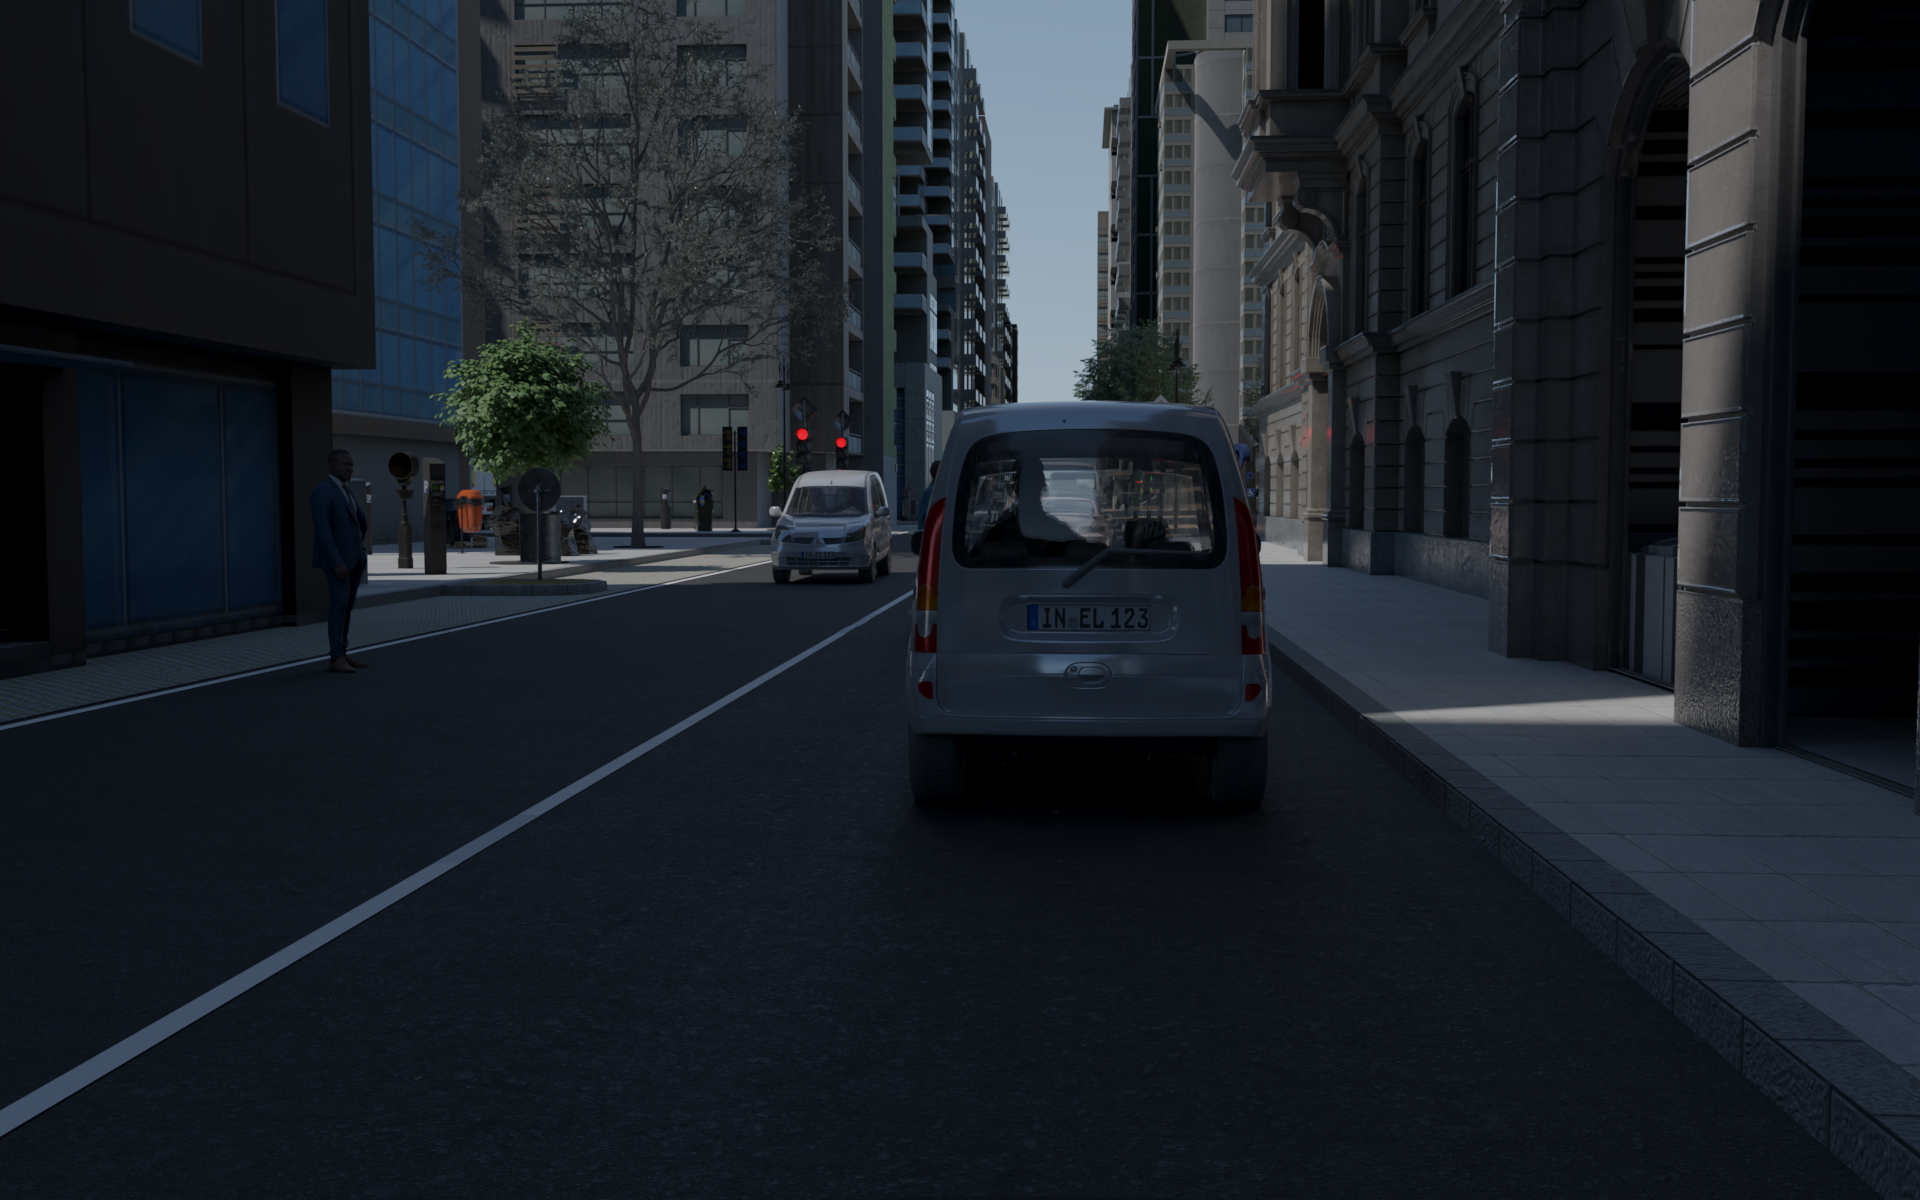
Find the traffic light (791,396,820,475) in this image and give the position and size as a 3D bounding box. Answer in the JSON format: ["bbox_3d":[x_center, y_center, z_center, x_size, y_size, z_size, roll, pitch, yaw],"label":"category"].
[{"bbox_3d":[-4.445,-3.712,49.607,0.839,4.253,0.868,0,4,4],"label":"traffic light"}]

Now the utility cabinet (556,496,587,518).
[{"bbox_3d":[-13.151,-2.902,58.601,1.020,1.237,0.306,1,4,13],"label":"utility cabinet"}]

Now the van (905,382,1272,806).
[{"bbox_3d":[0.678,-0.145,9.377,2.013,2.044,4.112,0,4,4],"label":"van"}]

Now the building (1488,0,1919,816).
[{"bbox_3d":[9.373,-9.775,1.628,13.314,21.916,24.055,0,4,4],"label":"building"}]

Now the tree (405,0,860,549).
[{"bbox_3d":[-7.654,-7.972,40.710,12.009,13.543,11.850,0,3,0],"label":"tree"}]

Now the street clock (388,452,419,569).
[{"bbox_3d":[-9.551,-1.542,29.781,0.471,2.002,0.358,1,4,13],"label":"street clock"}]

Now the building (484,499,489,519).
[{"bbox_3d":[-34.873,-25.365,69.337,28.867,44.769,22.147,0,4,4],"label":"building"}]

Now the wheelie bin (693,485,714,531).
[{"bbox_3d":[-8.820,-3.167,59.690,0.693,1.594,0.980,-1,4,-18],"label":"wheelie bin"}]

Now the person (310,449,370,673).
[{"bbox_3d":[-5.077,-0.335,14.167,0.419,1.800,0.721,0,4,-3],"label":"person"}]

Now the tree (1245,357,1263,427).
[{"bbox_3d":[17.097,-8.385,87.463,4.737,8.622,4.395,0,3,0],"label":"tree"}]

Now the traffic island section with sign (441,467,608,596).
[{"bbox_3d":[-6.220,-1.008,25.105,1.989,1.847,2.006,0,4,4],"label":"traffic island section with sign"}]

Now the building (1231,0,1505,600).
[{"bbox_3d":[12.310,-12.946,30.745,14.460,24.649,34.723,0,4,4],"label":"building"}]

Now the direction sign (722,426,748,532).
[{"bbox_3d":[-7.546,-4.045,58.132,0.876,3.537,0.379,1,4,13],"label":"direction sign"}]

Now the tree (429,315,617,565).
[{"bbox_3d":[-8.055,-2.947,31.902,4.285,4.588,4.351,0,3,0],"label":"tree"}]

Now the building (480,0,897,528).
[{"bbox_3d":[-10.294,-23.604,69.518,14.154,41.232,14.086,0,4,4],"label":"building"}]

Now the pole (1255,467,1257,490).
[{"bbox_3d":[22.228,-8.357,130.487,0.158,3.312,0.155,0,3,0],"label":"pole"}]

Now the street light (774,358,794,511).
[{"bbox_3d":[-5.887,-5.219,58.119,0.468,5.910,1.993,0,4,4],"label":"street light"}]

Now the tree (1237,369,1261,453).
[{"bbox_3d":[18.142,-9.260,101.757,4.360,8.622,3.978,0,3,0],"label":"tree"}]

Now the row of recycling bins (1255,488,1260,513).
[{"bbox_3d":[20.619,-6.721,117.007,3.534,1.692,1.069,2,4,30],"label":"row of recycling bins"}]

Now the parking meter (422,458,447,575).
[{"bbox_3d":[-8.375,-1.340,27.612,0.255,1.863,0.399,-3,4,-37],"label":"parking meter"}]

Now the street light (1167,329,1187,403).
[{"bbox_3d":[6.059,-4.632,48.527,0.468,5.910,1.993,0,4,4],"label":"street light"}]

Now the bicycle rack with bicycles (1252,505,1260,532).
[{"bbox_3d":[9.751,-2.670,57.038,2.925,0.926,2.852,-1,4,-21],"label":"bicycle rack with bicycles"}]

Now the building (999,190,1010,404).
[{"bbox_3d":[-3.865,-39.225,260.932,23.786,49.044,30.456,0,4,4],"label":"building"}]

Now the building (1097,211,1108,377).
[{"bbox_3d":[26.875,-34.729,251.407,14.154,41.232,14.086,0,4,4],"label":"building"}]

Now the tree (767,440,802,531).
[{"bbox_3d":[-6.336,-4.046,60.746,1.663,3.219,1.824,0,3,0],"label":"tree"}]

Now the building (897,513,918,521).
[{"bbox_3d":[-11.773,-48.081,98.799,22.319,86.520,31.000,0,4,4],"label":"building"}]

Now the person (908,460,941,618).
[{"bbox_3d":[-0.324,-0.572,18.199,0.444,1.785,0.601,0,4,2],"label":"person"}]

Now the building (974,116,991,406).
[{"bbox_3d":[-3.616,-33.726,201.525,14.600,45.320,14.200,0,4,4],"label":"building"}]

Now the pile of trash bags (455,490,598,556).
[{"bbox_3d":[-9.376,-1.659,36.884,3.447,1.369,1.912,2,4,27],"label":"pile of trash bags"}]

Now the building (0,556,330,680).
[{"bbox_3d":[-14.041,-22.132,11.961,14.600,45.320,14.200,0,4,4],"label":"building"}]

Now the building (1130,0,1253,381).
[{"bbox_3d":[24.593,-44.430,164.683,20.563,71.187,20.611,0,4,4],"label":"building"}]

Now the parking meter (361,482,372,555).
[{"bbox_3d":[-12.585,-1.716,36.463,0.372,1.533,0.369,0,3,0],"label":"parking meter"}]

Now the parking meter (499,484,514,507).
[{"bbox_3d":[-11.701,-2.221,44.731,0.372,1.533,0.369,0,3,0],"label":"parking meter"}]

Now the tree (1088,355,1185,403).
[{"bbox_3d":[11.881,-11.051,115.101,8.767,10.594,7.601,0,4,-1],"label":"tree"}]

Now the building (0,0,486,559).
[{"bbox_3d":[-21.273,-24.006,42.616,14.200,45.320,14.600,0,4,4],"label":"building"}]

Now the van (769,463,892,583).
[{"bbox_3d":[-2.126,-1.364,29.309,2.013,2.044,4.112,0,4,3],"label":"van"}]

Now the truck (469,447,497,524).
[{"bbox_3d":[-20.416,-3.999,54.294,11.283,4.237,2.839,0,4,3],"label":"truck"}]

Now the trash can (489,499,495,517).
[{"bbox_3d":[-22.638,-4.415,83.831,0.748,1.137,0.748,0,3,0],"label":"trash can"}]

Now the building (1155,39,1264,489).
[{"bbox_3d":[28.898,-27.592,143.014,32.217,40.220,23.993,0,4,4],"label":"building"}]

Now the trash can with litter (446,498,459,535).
[{"bbox_3d":[-13.250,-2.081,45.419,0.624,1.170,1.055,-1,4,-19],"label":"trash can with litter"}]

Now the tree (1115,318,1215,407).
[{"bbox_3d":[8.378,-7.457,72.277,4.737,8.622,4.395,0,3,0],"label":"tree"}]

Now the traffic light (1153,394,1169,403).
[{"bbox_3d":[5.643,-3.670,48.921,0.839,4.253,0.868,0,4,4],"label":"traffic light"}]

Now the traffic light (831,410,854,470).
[{"bbox_3d":[-3.888,-4.199,57.573,0.839,4.253,0.868,0,4,4],"label":"traffic light"}]

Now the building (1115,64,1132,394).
[{"bbox_3d":[28.411,-34.926,190.640,23.786,49.044,30.456,0,4,4],"label":"building"}]

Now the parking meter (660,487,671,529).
[{"bbox_3d":[-10.750,-3.355,63.268,0.372,1.533,0.369,0,3,0],"label":"parking meter"}]

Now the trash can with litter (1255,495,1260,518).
[{"bbox_3d":[15.976,-4.956,92.088,1.678,1.210,2.233,1,4,10],"label":"trash can with litter"}]

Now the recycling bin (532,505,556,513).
[{"bbox_3d":[-14.209,-2.836,58.918,0.722,1.027,0.722,2,4,25],"label":"recycling bin"}]

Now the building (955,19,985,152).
[{"bbox_3d":[-8.916,-34.240,179.440,23.786,49.044,30.456,0,4,4],"label":"building"}]

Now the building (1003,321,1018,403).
[{"bbox_3d":[2.234,-31.295,283.368,14.160,30.474,14.107,0,4,4],"label":"building"}]

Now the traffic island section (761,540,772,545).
[{"bbox_3d":[-4.484,-1.680,49.745,2.009,0.180,2.903,0,4,4],"label":"traffic island section"}]

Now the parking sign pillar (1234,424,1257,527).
[{"bbox_3d":[10.881,-4.772,66.491,1.447,3.967,1.447,-1,4,-15],"label":"parking sign pillar"}]

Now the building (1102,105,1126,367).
[{"bbox_3d":[33.271,-39.177,229.780,28.713,52.752,27.495,0,4,4],"label":"building"}]

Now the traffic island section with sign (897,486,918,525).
[{"bbox_3d":[-2.334,-4.400,80.560,1.989,1.847,2.006,0,4,4],"label":"traffic island section with sign"}]

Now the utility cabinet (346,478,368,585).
[{"bbox_3d":[-8.806,-0.932,23.909,1.173,1.500,0.318,-3,5,-44],"label":"utility cabinet"}]

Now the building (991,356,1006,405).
[{"bbox_3d":[-8.314,-23.643,231.600,27.650,21.520,28.899,0,4,4],"label":"building"}]

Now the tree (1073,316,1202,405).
[{"bbox_3d":[12.607,-13.370,125.250,9.857,13.997,8.962,0,3,0],"label":"tree"}]

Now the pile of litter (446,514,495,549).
[{"bbox_3d":[-11.719,-1.663,41.147,1.719,0.858,1.176,-1,4,-12],"label":"pile of litter"}]

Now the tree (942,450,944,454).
[{"bbox_3d":[-1.103,-8.859,128.559,4.285,4.588,4.351,0,3,0],"label":"tree"}]
